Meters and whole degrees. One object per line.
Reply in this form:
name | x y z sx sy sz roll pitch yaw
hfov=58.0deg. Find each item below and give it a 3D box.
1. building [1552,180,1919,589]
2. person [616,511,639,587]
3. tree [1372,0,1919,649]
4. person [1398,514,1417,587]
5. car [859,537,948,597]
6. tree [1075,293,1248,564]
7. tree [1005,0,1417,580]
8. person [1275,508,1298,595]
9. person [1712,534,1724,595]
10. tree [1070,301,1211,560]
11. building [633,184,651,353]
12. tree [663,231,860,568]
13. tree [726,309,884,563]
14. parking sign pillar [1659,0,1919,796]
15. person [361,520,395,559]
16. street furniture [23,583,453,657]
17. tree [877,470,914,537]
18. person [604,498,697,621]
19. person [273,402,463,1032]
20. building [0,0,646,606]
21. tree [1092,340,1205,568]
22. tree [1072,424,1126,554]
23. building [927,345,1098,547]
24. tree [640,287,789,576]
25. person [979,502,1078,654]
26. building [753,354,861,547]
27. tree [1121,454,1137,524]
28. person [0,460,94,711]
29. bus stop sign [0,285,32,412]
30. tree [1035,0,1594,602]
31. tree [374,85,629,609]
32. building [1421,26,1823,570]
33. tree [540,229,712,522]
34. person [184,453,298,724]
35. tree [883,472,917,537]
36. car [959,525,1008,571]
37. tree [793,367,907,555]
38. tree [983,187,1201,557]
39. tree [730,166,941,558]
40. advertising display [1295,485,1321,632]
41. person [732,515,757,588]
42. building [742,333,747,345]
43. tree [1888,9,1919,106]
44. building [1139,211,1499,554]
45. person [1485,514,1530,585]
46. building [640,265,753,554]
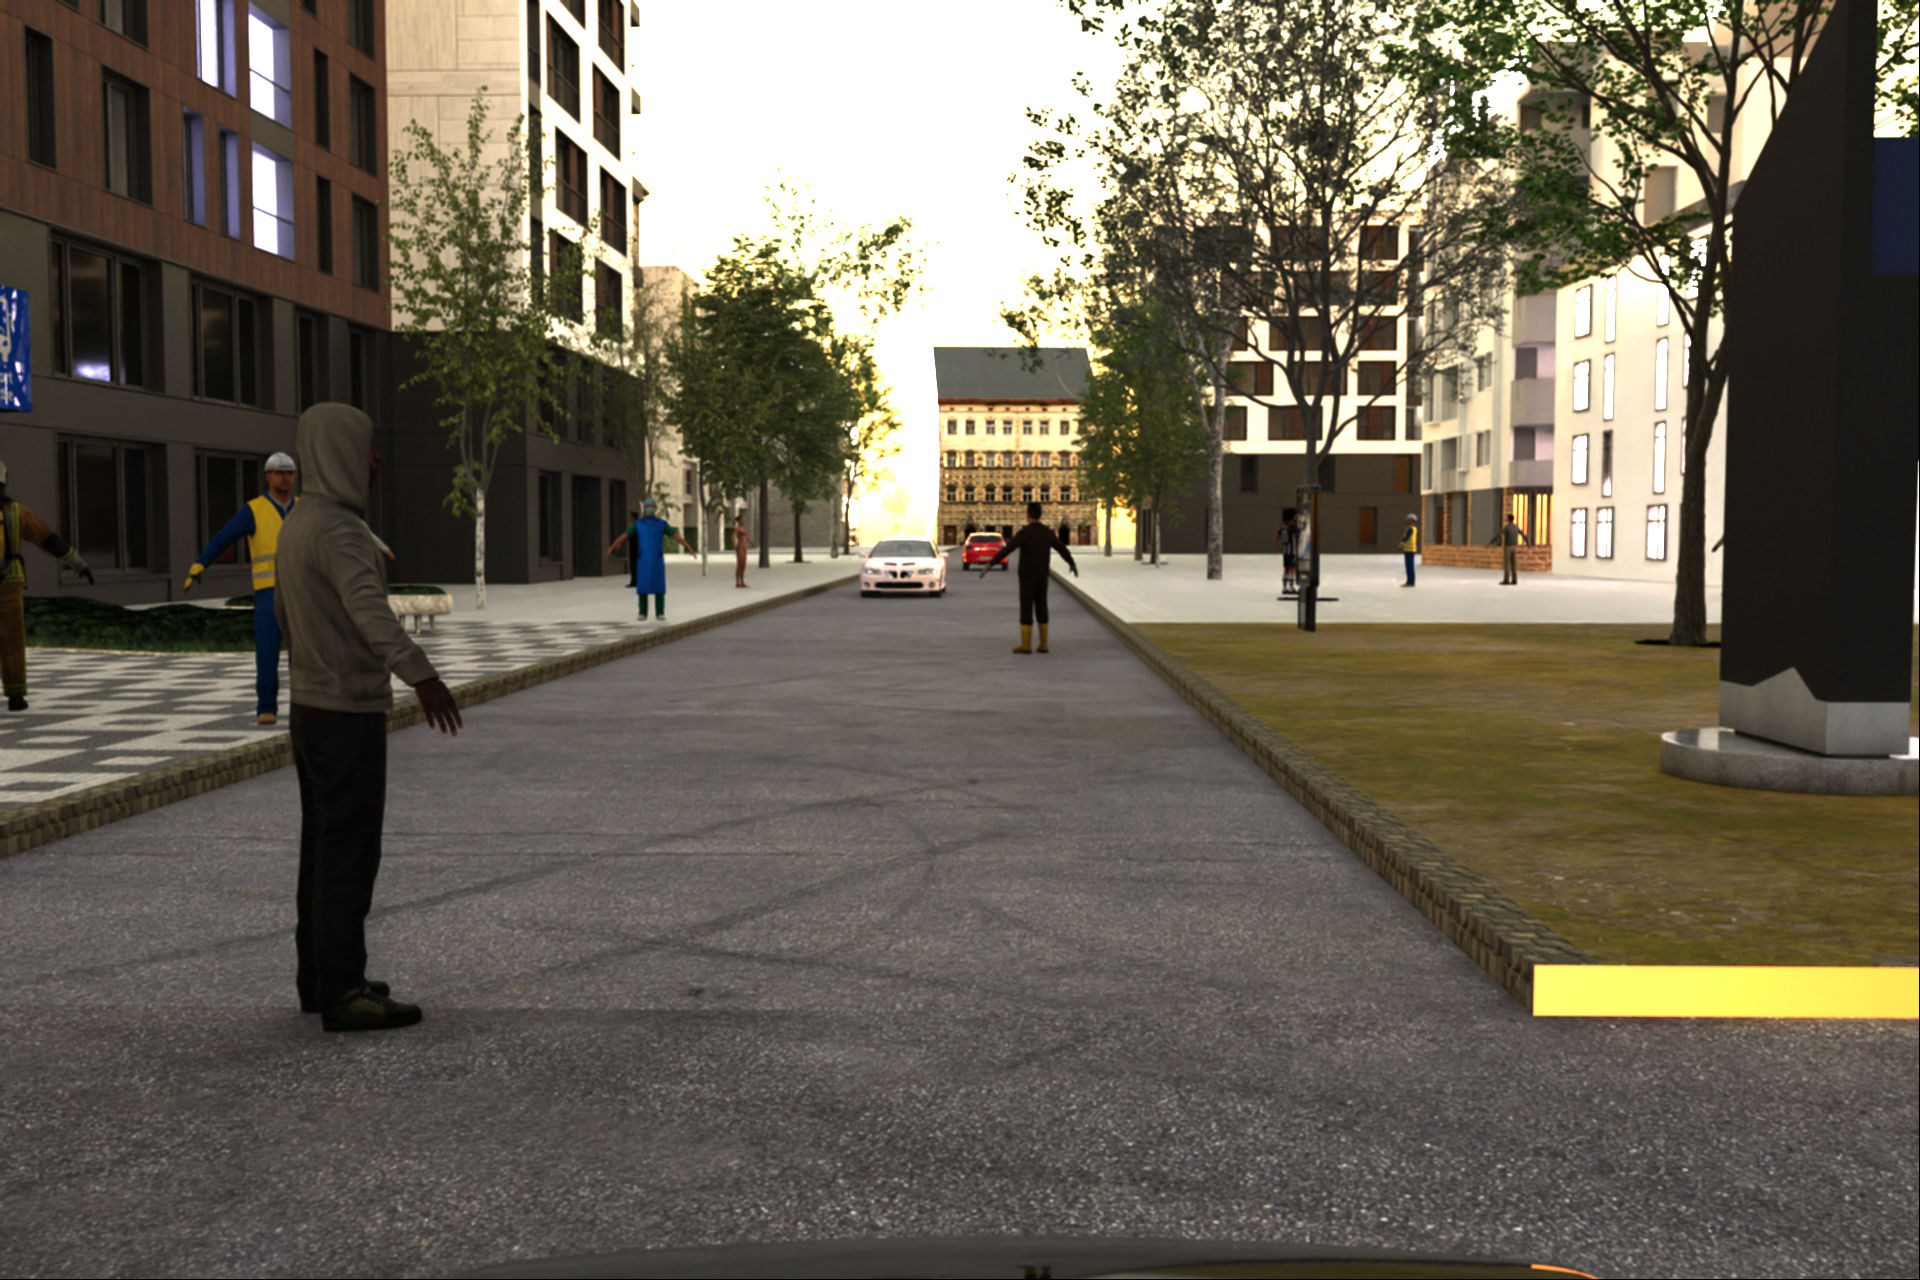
building | 23.035 -6.060 41.228 9.099 9.664 28.070 0 4 1
person | -7.876 -2.200 41.899 0.705 1.837 1.347 1 4 20
tree | 8.546 -5.735 19.517 9.928 11.665 9.643 0 3 0
person | 10.900 -2.189 42.256 0.721 1.772 1.216 2 4 29
car | -1.299 -1.740 40.803 2.083 1.381 4.827 0 4 1
tree | 8.403 -9.039 73.536 9.928 11.665 9.643 0 3 0
tree | 7.146 -11.869 49.941 12.611 20.169 13.585 0 3 0
person | 7.047 -1.878 36.856 0.704 1.843 1.345 -2 4 -24
person | 16.004 -1.841 35.875 0.705 1.856 1.354 0 4 -2
tree | 8.977 -10.163 84.298 7.486 12.596 7.792 0 3 0
building | -23.684 -14.498 67.967 19.493 23.208 18.063 0 4 2
tree | -7.862 -9.030 65.774 7.486 12.596 7.792 0 3 0
tree | -7.212 -9.297 77.756 9.928 11.665 9.643 0 3 0
parking sign pillar | 4.492 -1.260 9.074 1.447 3.967 1.447 0 4 2
person | -9.185 -1.232 26.329 1.347 1.806 0.705 2 4 24
street furniture | -11.287 -0.339 21.175 10.072 0.657 5.734 1 4 12
tree | -6.938 -15.138 197.874 4.360 8.622 3.978 0 3 0
person | -4.595 -1.199 25.737 1.347 1.817 0.704 -1 4 -8
person | -1.801 0.213 5.108 0.705 1.813 1.348 -2 4 -35
building | -24.963 -12.094 41.717 27.936 21.610 32.646 0 4 2
tree | 7.277 -6.999 64.792 4.737 8.622 4.395 0 3 0
tree | 8.925 -9.802 110.628 4.737 8.622 4.395 0 3 0
building | 5.728 -22.509 201.408 18.063 23.208 19.493 0 4 -4
tree | -7.494 -6.236 52.326 4.737 8.622 4.395 0 3 0
person | 0.874 -0.750 20.861 1.346 1.812 0.704 -2 4 -27
building | -20.309 -21.117 176.187 19.493 23.208 18.063 0 4 2
tree | 22.694 -17.842 198.376 9.857 13.997 8.962 0 3 0
person | -7.014 -0.415 12.550 1.354 1.858 0.705 -2 4 -34
bus stop sign | -6.709 -1.366 11.345 0.837 3.901 0.837 0 4 1
tree | 6.840 -7.511 33.181 12.009 13.543 11.850 0 3 0
tree | -8.058 -4.844 29.570 4.737 8.622 4.395 0 3 0
building | 24.424 -13.125 71.015 16.016 20.090 11.380 0 4 1
tree | -7.462 -5.572 41.460 4.360 8.622 3.978 0 3 0
person | -4.608 -0.357 11.811 1.349 1.833 0.705 -3 5 -41
tree | -6.540 -15.496 203.715 4.360 8.622 3.978 0 3 0
car | 1.024 -3.690 69.376 2.155 1.783 4.494 0 4 1
tree | -6.830 -11.012 105.804 9.928 11.665 9.643 0 3 0
tree | 7.621 -14.758 97.187 12.611 20.169 13.585 0 3 0
tree | -8.161 -14.436 91.910 12.611 20.169 13.585 0 3 0
advertising display | 4.628 -1.092 23.075 0.123 1.923 0.974 0 4 0
person | -5.182 -2.125 41.542 0.721 1.733 1.217 1 4 17
building | -24.858 -17.994 150.626 16.016 20.090 11.380 0 4 1
tree | 8.573 -3.789 12.310 4.360 8.622 3.978 0 3 0
building | 26.775 -17.259 126.163 27.936 21.610 32.646 0 4 1
person | 13.923 -2.299 43.864 1.348 1.796 0.705 -1 4 -21
building | -26.381 -16.122 130.052 16.747 18.905 31.486 0 4 2
